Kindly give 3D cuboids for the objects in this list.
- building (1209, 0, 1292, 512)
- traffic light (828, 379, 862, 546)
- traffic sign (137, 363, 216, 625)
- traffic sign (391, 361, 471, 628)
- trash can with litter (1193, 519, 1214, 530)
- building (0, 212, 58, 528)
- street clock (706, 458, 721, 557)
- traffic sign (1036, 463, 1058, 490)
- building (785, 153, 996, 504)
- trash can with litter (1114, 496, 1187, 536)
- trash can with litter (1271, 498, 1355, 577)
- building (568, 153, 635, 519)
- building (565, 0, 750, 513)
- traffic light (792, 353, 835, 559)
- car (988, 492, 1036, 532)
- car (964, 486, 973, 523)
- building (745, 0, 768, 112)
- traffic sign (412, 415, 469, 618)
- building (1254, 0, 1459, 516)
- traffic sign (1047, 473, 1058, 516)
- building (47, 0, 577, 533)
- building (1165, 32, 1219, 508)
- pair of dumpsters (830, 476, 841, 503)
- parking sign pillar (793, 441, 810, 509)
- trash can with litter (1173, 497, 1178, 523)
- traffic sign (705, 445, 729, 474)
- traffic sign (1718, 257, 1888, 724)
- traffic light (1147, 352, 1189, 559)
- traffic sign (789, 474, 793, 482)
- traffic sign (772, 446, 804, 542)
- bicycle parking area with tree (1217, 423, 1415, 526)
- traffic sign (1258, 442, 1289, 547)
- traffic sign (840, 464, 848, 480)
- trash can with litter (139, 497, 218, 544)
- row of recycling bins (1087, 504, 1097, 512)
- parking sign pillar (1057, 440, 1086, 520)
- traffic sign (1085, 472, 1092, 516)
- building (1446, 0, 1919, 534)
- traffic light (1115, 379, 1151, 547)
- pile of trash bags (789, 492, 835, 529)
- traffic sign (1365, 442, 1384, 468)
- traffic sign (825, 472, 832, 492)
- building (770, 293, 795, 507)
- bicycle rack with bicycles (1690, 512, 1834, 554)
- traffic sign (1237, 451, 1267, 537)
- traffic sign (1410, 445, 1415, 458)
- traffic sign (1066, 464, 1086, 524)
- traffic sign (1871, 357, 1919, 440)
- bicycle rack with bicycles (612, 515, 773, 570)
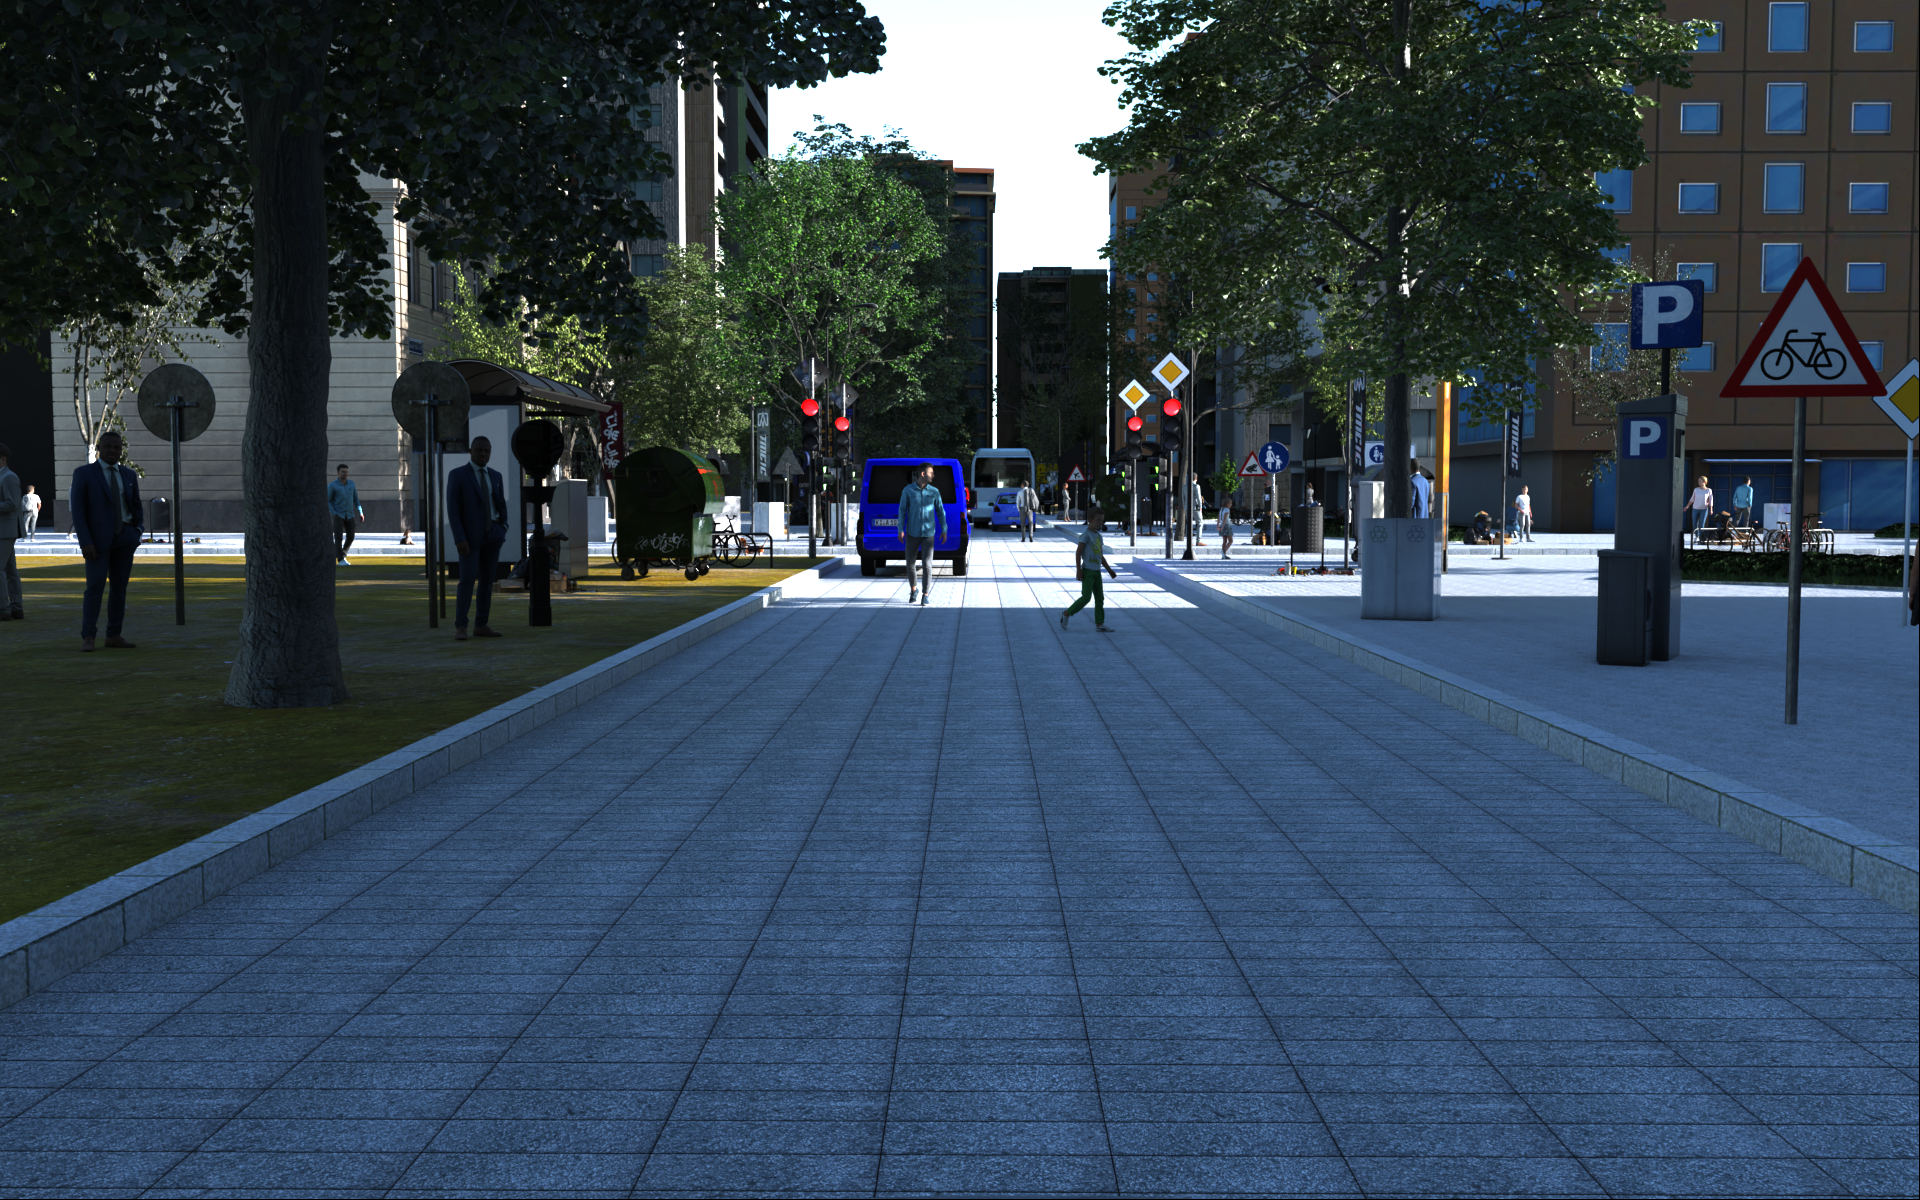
[{"bbox_3d":[30.827,-36.295,135.419,21.231,58.520,28.212,0,4,1],"label":"building"},{"bbox_3d":[-2.834,-3.270,42.378,0.839,4.253,0.868,0,4,1],"label":"traffic light"},{"bbox_3d":[-7.638,-1.027,16.893,0.768,2.556,0.104,0,4,1],"label":"traffic sign"},{"bbox_3d":[-5.059,-1.007,16.569,0.768,2.556,0.104,0,4,2],"label":"traffic sign"},{"bbox_3d":[8.033,-3.103,61.799,1.678,1.210,2.233,-3,5,-40],"label":"trash can with litter"},{"bbox_3d":[-47.559,-16.471,62.809,24.014,27.812,14.314,0,4,1],"label":"building"},{"bbox_3d":[-5.071,-1.867,35.097,0.358,2.002,0.471,2,4,27],"label":"street clock"},{"bbox_3d":[6.125,-7.304,113.294,2.265,3.308,0.079,1,4,10],"label":"traffic sign"},{"bbox_3d":[-9.820,-34.894,225.134,28.867,44.769,22.147,0,4,1],"label":"building"},{"bbox_3d":[5.616,-2.596,53.495,1.678,1.210,2.233,-2,4,-28],"label":"trash can with litter"},{"bbox_3d":[5.955,-1.014,27.630,2.233,1.210,1.678,0,4,-2],"label":"trash can with litter"},{"bbox_3d":[-25.714,-13.596,89.743,16.820,18.784,16.811,0,4,1],"label":"building"},{"bbox_3d":[-23.125,-26.958,124.360,14.154,41.232,14.086,0,4,1],"label":"building"},{"bbox_3d":[-2.920,-2.781,34.394,0.839,4.253,0.868,0,4,1],"label":"traffic light"},{"bbox_3d":[2.059,-3.520,67.139,1.945,1.707,3.694,0,4,0],"label":"car"},{"bbox_3d":[-0.296,-4.803,87.207,2.281,1.827,5.304,0,4,1],"label":"car"},{"bbox_3d":[-27.557,-31.700,141.995,21.300,48.544,21.600,0,4,1],"label":"building"},{"bbox_3d":[-5.342,-0.960,17.833,0.606,2.300,0.079,0,4,5],"label":"traffic sign"},{"bbox_3d":[32.429,-31.167,98.822,28.713,52.752,27.495,0,4,1],"label":"building"},{"bbox_3d":[5.493,-6.255,102.371,0.768,2.556,0.104,0,4,2],"label":"traffic sign"},{"bbox_3d":[-23.827,-16.565,68.103,12.463,27.353,25.104,0,4,1],"label":"building"},{"bbox_3d":[31.241,-31.174,164.322,22.147,44.769,28.867,0,4,1],"label":"building"},{"bbox_3d":[-5.665,-4.901,82.619,1.574,2.255,4.437,0,4,1],"label":"pair of dumpsters"},{"bbox_3d":[-7.020,-5.511,78.576,1.447,3.967,1.447,1,4,15],"label":"parking sign pillar"},{"bbox_3d":[9.488,-4.026,77.213,0.624,1.170,1.055,1,4,13],"label":"trash can with litter"},{"bbox_3d":[-6.580,-2.821,46.132,0.884,2.594,0.081,0,4,5],"label":"traffic sign"},{"bbox_3d":[4.639,-0.587,9.595,0.884,2.594,0.081,0,4,6],"label":"traffic sign"},{"bbox_3d":[4.141,-2.778,34.334,0.839,4.253,0.868,0,4,1],"label":"traffic light"},{"bbox_3d":[-7.629,-4.940,80.880,0.768,2.556,0.104,0,4,6],"label":"traffic sign"},{"bbox_3d":[-4.620,-2.845,46.519,0.884,2.594,0.081,1,4,10],"label":"traffic sign"},{"bbox_3d":[14.749,-5.207,72.138,9.016,4.147,8.231,1,4,21],"label":"bicycle parking area with tree"},{"bbox_3d":[7.637,-2.579,42.267,0.768,2.556,0.104,0,4,1],"label":"traffic sign"},{"bbox_3d":[-4.730,-4.519,73.988,0.768,2.556,0.104,0,4,4],"label":"traffic sign"},{"bbox_3d":[-20.601,-2.093,45.277,2.233,1.210,1.678,0,4,6],"label":"trash can with litter"},{"bbox_3d":[7.967,-5.306,93.868,3.534,1.692,1.069,0,4,7],"label":"row of recycling bins"},{"bbox_3d":[5.518,-5.944,85.649,1.447,3.967,1.447,1,4,18],"label":"parking sign pillar"},{"bbox_3d":[6.337,-5.371,87.918,0.768,2.556,0.104,1,4,9],"label":"traffic sign"},{"bbox_3d":[26.163,-25.134,61.046,14.200,45.320,14.600,0,4,1],"label":"building"},{"bbox_3d":[4.227,-3.266,42.318,0.839,4.253,0.868,0,4,1],"label":"traffic light"},{"bbox_3d":[-5.408,-3.724,70.642,3.447,1.369,1.912,1,4,20],"label":"pile of trash bags"},{"bbox_3d":[8.118,-1.929,33.671,0.606,2.300,0.079,0,4,3],"label":"traffic sign"},{"bbox_3d":[-6.198,-4.746,79.721,0.606,2.300,0.079,0,4,7],"label":"traffic sign"},{"bbox_3d":[-23.914,-24.574,173.490,14.107,30.474,14.160,0,4,1],"label":"building"},{"bbox_3d":[15.705,-1.227,33.446,2.925,0.926,2.852,-2,4,-25],"label":"bicycle rack with bicycles"},{"bbox_3d":[8.746,-3.172,51.869,0.884,2.594,0.081,1,4,10],"label":"traffic sign"},{"bbox_3d":[8.923,-2.019,35.145,0.606,2.300,0.079,1,4,9],"label":"traffic sign"},{"bbox_3d":[4.970,-4.520,73.902,0.884,2.594,0.081,0,4,5],"label":"traffic sign"},{"bbox_3d":[9.202,-1.040,16.736,0.795,2.593,0.064,0,4,2],"label":"traffic sign"},{"bbox_3d":[-4.702,-1.039,30.367,2.925,0.926,2.852,-2,4,-32],"label":"bicycle rack with bicycles"}]
